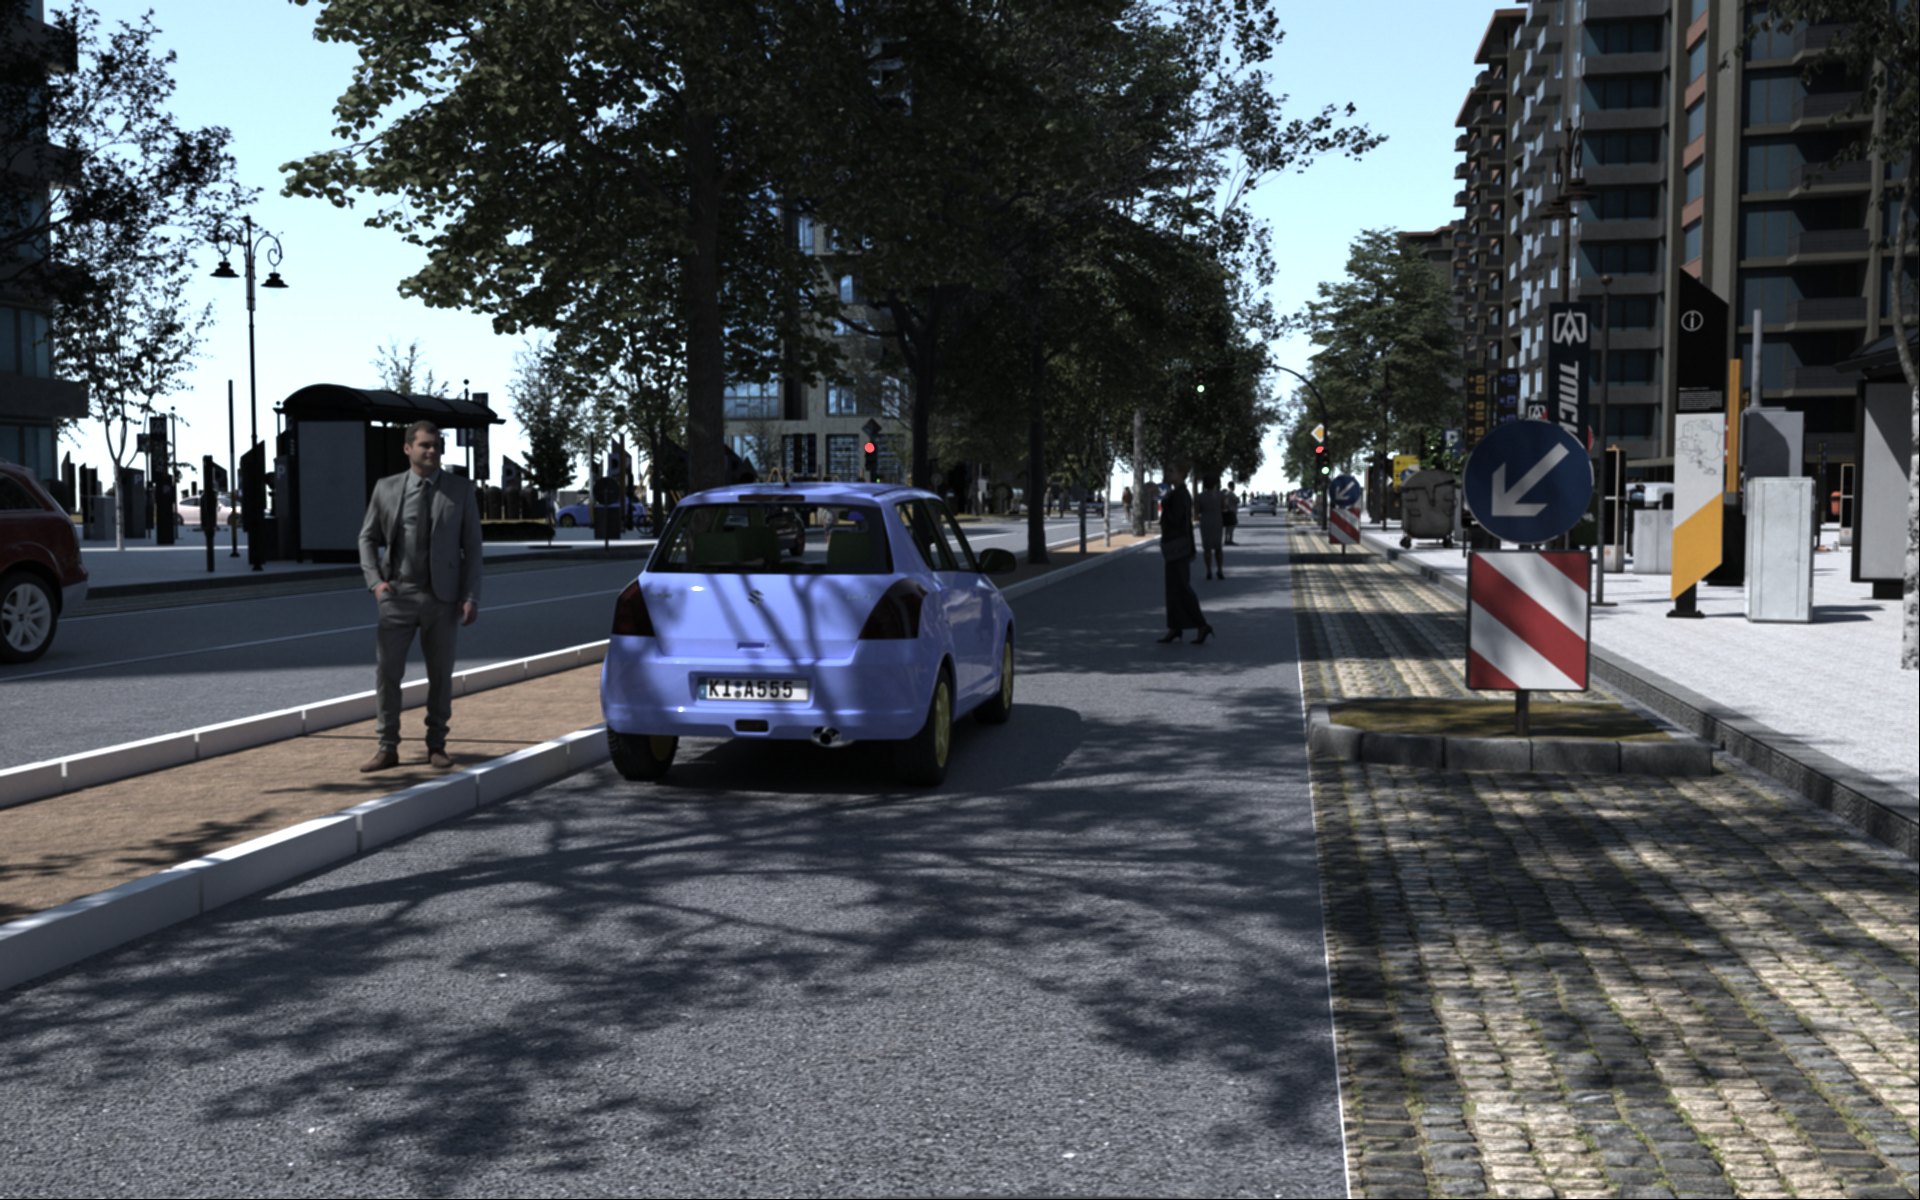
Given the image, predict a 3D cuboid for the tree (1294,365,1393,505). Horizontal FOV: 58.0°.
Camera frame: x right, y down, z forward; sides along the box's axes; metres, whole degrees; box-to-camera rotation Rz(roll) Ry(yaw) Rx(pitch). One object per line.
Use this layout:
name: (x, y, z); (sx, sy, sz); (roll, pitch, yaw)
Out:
tree: (29.570, -12.654, 132.646); (9.928, 11.665, 9.643); (0, 3, 0)

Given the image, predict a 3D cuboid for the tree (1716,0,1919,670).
tree: (7.217, -3.792, 12.357); (4.360, 8.622, 3.978); (0, 3, 0)

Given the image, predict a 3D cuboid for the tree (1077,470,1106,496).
tree: (12.131, -10.703, 158.705); (4.285, 4.588, 4.351); (0, 3, 0)

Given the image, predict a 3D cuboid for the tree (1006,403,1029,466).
tree: (8.429, -13.539, 138.362); (9.611, 12.733, 9.660); (0, 3, 0)

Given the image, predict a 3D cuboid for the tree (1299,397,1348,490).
tree: (26.803, -10.749, 126.103); (4.360, 8.622, 3.978); (0, 3, 0)

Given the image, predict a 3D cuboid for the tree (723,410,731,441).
tree: (-15.486, -9.090, 98.984); (4.737, 8.622, 4.395); (0, 3, 0)

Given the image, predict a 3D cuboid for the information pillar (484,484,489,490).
information pillar: (-35.314, -7.624, 129.149); (0.304, 2.012, 0.304); (-2, 4, -28)

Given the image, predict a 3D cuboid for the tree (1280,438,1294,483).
tree: (57.336, -22.707, 289.393); (7.486, 12.596, 7.792); (0, 3, 0)

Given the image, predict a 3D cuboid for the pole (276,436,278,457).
pole: (-23.896, -4.095, 60.790); (0.158, 3.312, 0.155); (0, 3, 0)

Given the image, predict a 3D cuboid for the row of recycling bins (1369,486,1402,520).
row of recycling bins: (22.546, -5.177, 91.758); (1.069, 1.692, 3.534); (0, 4, -1)

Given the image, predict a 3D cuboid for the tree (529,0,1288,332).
tree: (-0.571, -6.862, 25.023); (12.009, 13.543, 11.850); (0, 3, 0)

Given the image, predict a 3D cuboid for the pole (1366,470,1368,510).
pole: (32.728, -8.878, 138.998); (0.158, 3.312, 0.155); (0, 3, 0)

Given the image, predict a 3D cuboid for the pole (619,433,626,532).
pole: (-11.342, -3.938, 58.228); (0.158, 3.312, 0.155); (0, 3, 0)

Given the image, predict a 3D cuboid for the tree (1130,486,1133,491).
tree: (21.238, -12.988, 206.954); (1.663, 3.219, 1.824); (0, 3, 0)

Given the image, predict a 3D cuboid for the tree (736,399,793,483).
tree: (-15.274, -11.304, 135.176); (4.360, 8.622, 3.978); (0, 3, 0)

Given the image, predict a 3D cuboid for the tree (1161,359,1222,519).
tree: (10.641, -7.911, 82.168); (4.360, 8.622, 3.978); (0, 3, 0)

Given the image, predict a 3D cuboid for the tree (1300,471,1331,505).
tree: (54.304, -17.454, 269.078); (4.285, 4.588, 4.351); (0, 3, 0)

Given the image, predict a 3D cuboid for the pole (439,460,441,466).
pole: (-28.460, -6.172, 94.755); (0.158, 3.312, 0.155); (0, 3, 0)

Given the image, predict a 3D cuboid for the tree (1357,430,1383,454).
tree: (32.086, -14.808, 152.480); (12.009, 13.543, 11.850); (0, 3, 0)

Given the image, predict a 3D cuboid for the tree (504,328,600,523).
tree: (-18.392, -7.783, 77.620); (4.360, 8.622, 3.978); (0, 3, 0)

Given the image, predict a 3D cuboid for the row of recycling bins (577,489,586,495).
row of recycling bins: (-33.137, -8.865, 152.058); (1.069, 1.692, 3.534); (-1, 4, -19)

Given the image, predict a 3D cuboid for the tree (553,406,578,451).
tree: (-20.799, -9.095, 99.061); (4.737, 8.622, 4.395); (0, 3, 0)

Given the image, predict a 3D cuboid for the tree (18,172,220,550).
tree: (-19.054, -5.431, 39.161); (4.360, 8.622, 3.978); (0, 3, 0)

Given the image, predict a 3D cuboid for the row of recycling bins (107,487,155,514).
row of recycling bins: (-50.187, -5.972, 104.757); (1.069, 1.692, 3.534); (1, 4, 13)

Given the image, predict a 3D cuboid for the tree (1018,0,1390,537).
tree: (7.024, -12.110, 56.351); (12.611, 20.169, 13.585); (0, 3, 0)

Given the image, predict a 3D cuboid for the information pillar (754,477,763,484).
information pillar: (-8.534, -4.216, 73.423); (0.304, 2.012, 0.304); (3, 5, 44)

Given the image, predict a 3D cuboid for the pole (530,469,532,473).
pole: (-25.958, -6.778, 104.664); (0.158, 3.312, 0.155); (0, 3, 0)

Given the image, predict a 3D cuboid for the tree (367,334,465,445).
tree: (-25.269, -7.932, 80.049); (4.737, 8.622, 4.395); (0, 3, 0)

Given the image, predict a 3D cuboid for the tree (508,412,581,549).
tree: (-9.841, -2.832, 40.901); (1.663, 3.219, 1.824); (0, 3, 0)

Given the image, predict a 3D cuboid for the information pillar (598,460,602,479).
information pillar: (-23.680, -7.397, 112.291); (0.504, 3.616, 0.183); (-1, 4, -15)

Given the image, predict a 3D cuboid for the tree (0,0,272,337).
tree: (-13.504, -5.390, 22.541); (8.767, 10.594, 7.601); (-2, 4, -33)

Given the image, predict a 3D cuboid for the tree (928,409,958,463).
tree: (-1.494, -11.740, 142.318); (4.360, 8.622, 3.978); (0, 3, 0)

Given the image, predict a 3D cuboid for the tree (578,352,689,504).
tree: (-15.984, -8.413, 87.912); (4.737, 8.622, 4.395); (0, 3, 0)

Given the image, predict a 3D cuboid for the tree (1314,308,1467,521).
tree: (20.489, -9.057, 82.496); (7.601, 10.594, 8.767); (0, 3, 0)

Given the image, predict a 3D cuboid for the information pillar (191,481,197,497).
information pillar: (-43.914, -5.802, 99.349); (0.304, 2.012, 0.304); (-2, 4, -24)

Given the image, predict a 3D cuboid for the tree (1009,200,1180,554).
tree: (2.904, -5.383, 40.830); (4.737, 8.622, 4.395); (0, 3, 0)

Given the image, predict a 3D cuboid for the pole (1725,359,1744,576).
pole: (11.754, -1.986, 26.308); (0.158, 3.312, 0.155); (0, 3, 0)

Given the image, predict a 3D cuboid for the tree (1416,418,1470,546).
tree: (11.891, -2.977, 43.269); (1.663, 3.219, 1.824); (0, 3, 0)

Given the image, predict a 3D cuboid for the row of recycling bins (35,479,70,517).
row of recycling bins: (-24.534, -2.335, 45.295); (1.069, 1.692, 3.534); (0, 4, 2)

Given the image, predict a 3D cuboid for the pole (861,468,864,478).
pole: (-7.722, -8.745, 136.816); (0.158, 3.312, 0.155); (0, 3, 0)

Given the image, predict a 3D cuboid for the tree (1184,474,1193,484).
tree: (39.384, -22.474, 301.858); (7.601, 10.594, 8.767); (0, 4, -8)

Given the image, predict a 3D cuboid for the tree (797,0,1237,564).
tree: (1.604, -6.976, 34.646); (7.486, 12.596, 7.792); (0, 3, 0)

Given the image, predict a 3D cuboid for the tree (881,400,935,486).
tree: (-3.609, -11.071, 131.372); (4.737, 8.622, 4.395); (0, 3, 0)

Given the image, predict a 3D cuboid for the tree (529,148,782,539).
tree: (-8.830, -7.621, 50.362); (9.928, 11.665, 9.643); (0, 3, 0)

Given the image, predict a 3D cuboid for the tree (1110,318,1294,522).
tree: (12.192, -9.883, 89.798); (9.928, 11.665, 9.643); (0, 3, 0)

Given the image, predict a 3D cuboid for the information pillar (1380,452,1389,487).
information pillar: (23.181, -6.326, 94.787); (0.504, 3.616, 0.183); (0, 4, -2)

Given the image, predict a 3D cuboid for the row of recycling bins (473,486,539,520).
row of recycling bins: (-22.937, -4.886, 86.994); (3.534, 1.692, 1.069); (-2, 4, -26)

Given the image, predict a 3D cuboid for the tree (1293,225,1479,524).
tree: (18.163, -9.509, 73.594); (7.486, 12.596, 7.792); (0, 3, 0)

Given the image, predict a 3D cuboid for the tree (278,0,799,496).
tree: (-2.196, -5.745, 14.516); (7.486, 12.596, 7.792); (0, 3, 0)

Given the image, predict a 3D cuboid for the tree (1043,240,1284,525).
tree: (9.040, -9.522, 75.147); (9.611, 12.733, 9.660); (0, 3, 0)

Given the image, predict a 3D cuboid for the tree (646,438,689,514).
tree: (-9.904, -3.912, 58.562); (1.663, 3.219, 1.824); (0, 3, 0)

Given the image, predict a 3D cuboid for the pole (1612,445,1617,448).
pole: (26.987, -4.749, 71.485); (0.158, 3.312, 0.155); (0, 3, 0)
